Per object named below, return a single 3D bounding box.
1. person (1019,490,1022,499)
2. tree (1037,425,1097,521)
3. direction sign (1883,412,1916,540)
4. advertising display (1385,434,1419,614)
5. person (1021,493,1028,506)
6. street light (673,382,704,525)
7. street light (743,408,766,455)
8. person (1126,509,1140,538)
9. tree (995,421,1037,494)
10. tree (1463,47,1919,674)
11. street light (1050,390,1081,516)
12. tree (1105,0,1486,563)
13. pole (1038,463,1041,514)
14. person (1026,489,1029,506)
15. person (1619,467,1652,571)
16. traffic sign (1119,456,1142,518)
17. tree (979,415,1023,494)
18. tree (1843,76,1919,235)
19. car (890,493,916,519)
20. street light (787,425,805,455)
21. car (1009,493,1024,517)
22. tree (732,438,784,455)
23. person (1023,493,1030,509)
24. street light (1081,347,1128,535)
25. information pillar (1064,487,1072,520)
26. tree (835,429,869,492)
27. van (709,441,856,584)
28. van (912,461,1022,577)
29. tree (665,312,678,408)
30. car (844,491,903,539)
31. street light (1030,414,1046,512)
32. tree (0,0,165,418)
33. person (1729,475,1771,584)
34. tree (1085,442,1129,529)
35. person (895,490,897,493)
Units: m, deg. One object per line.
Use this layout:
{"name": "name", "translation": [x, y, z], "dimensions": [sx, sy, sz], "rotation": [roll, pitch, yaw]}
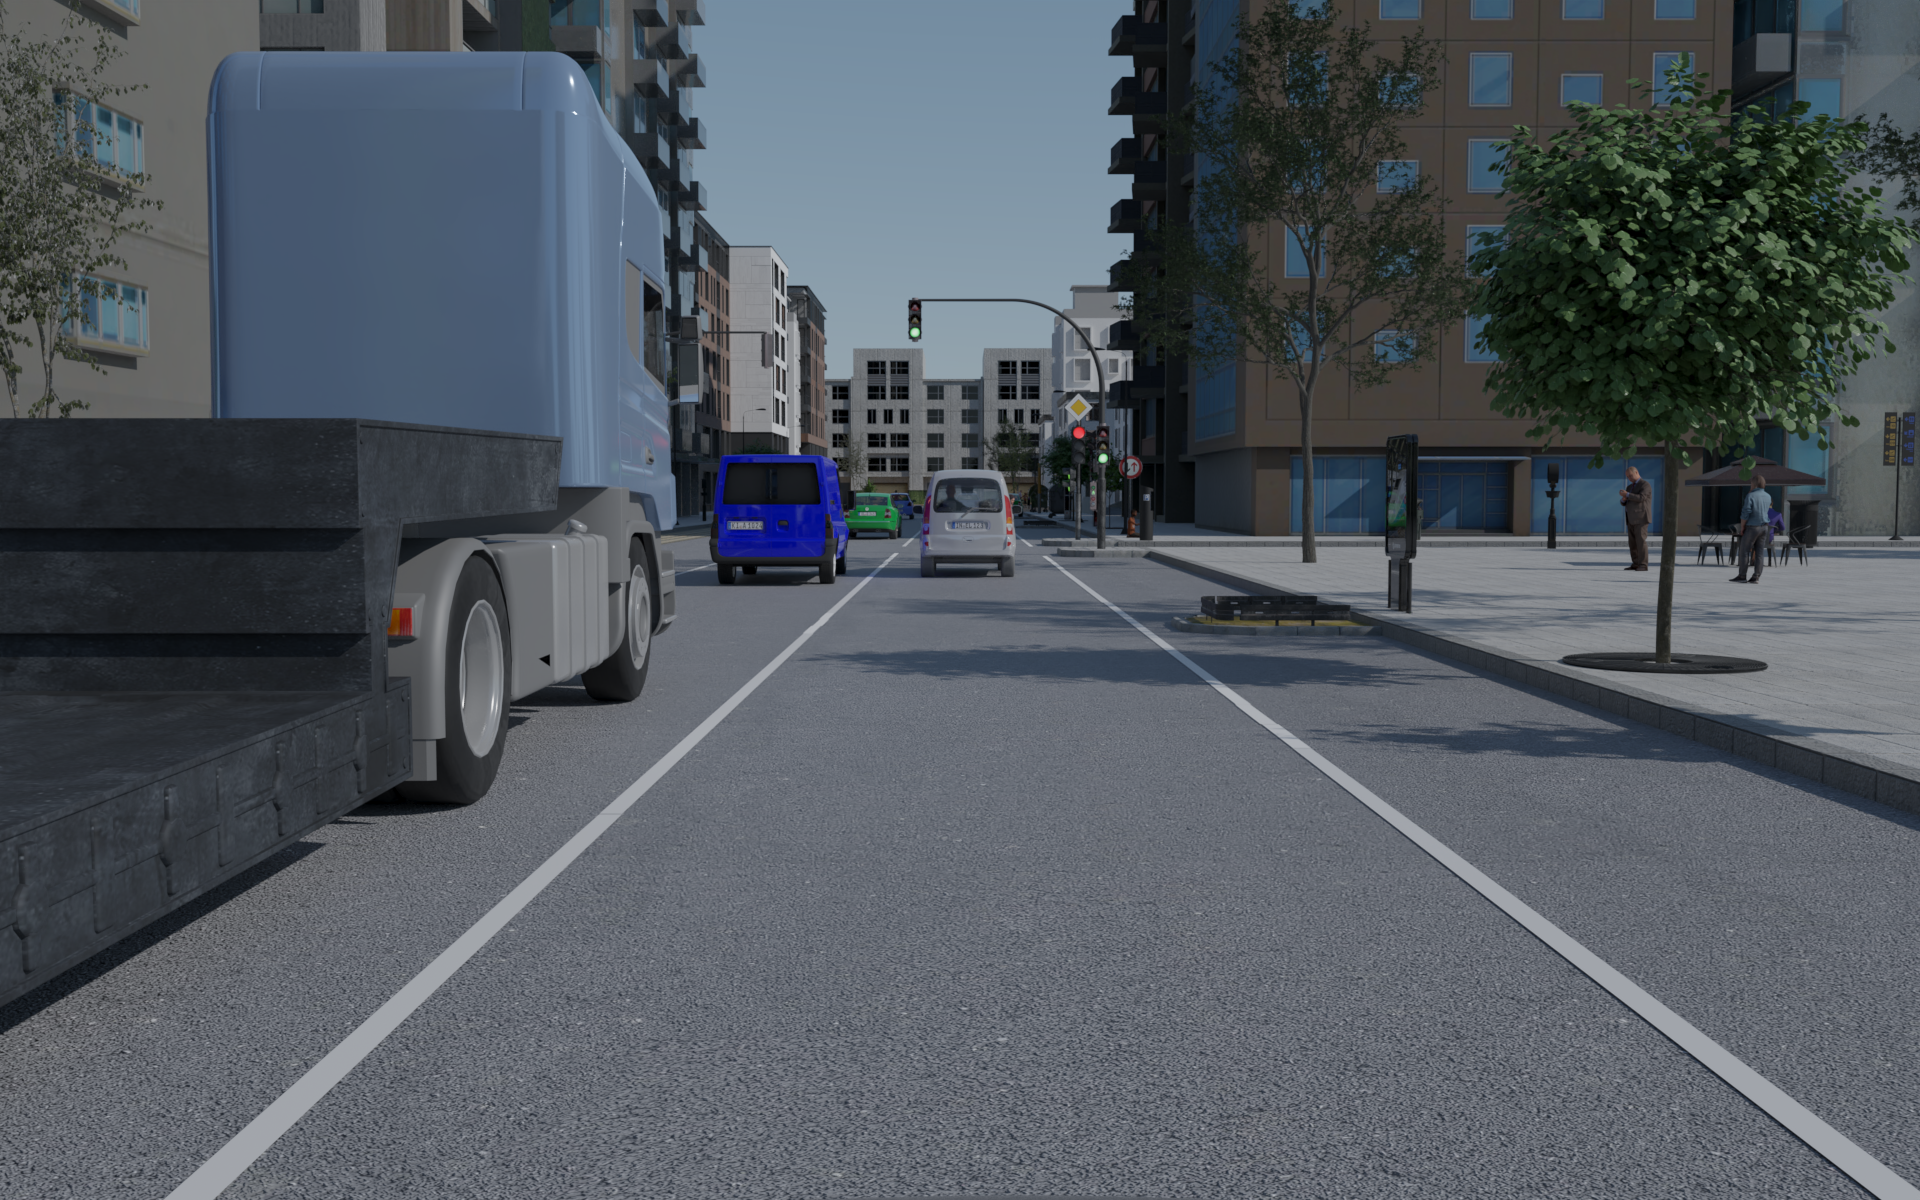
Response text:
{"name": "person", "translation": [6.405, -10.737, 182.531], "dimensions": [0.436, 1.711, 0.756], "rotation": [2, 4, 26]}
{"name": "tree", "translation": [5.325, -6.019, 82.130], "dimensions": [4.285, 4.588, 4.351], "rotation": [0, 3, 0]}
{"name": "direction sign", "translation": [25.968, -3.422, 47.943], "dimensions": [0.876, 3.537, 0.379], "rotation": [0, 4, -5]}
{"name": "advertising display", "translation": [4.834, -0.843, 18.994], "dimensions": [0.123, 1.923, 0.974], "rotation": [0, 4, 1]}
{"name": "person", "translation": [5.900, -9.026, 156.872], "dimensions": [1.065, 1.426, 0.557], "rotation": [-1, 4, -19]}
{"name": "street light", "translation": [-11.186, -6.035, 71.215], "dimensions": [1.470, 5.913, 1.316], "rotation": [0, 3, 0]}
{"name": "street light", "translation": [-11.183, -7.421, 93.872], "dimensions": [1.470, 5.913, 1.316], "rotation": [0, 3, 0]}
{"name": "person", "translation": [5.169, -2.229, 50.773], "dimensions": [0.655, 0.850, 0.859], "rotation": [1, 4, 19]}
{"name": "tree", "translation": [5.473, -13.473, 170.651], "dimensions": [4.737, 8.622, 4.395], "rotation": [0, 3, 0]}
{"name": "tree", "translation": [5.247, -1.780, 12.815], "dimensions": [4.285, 4.588, 4.351], "rotation": [0, 3, 0]}
{"name": "street light", "translation": [4.854, -6.419, 77.495], "dimensions": [1.470, 5.913, 1.316], "rotation": [0, 3, 0]}
{"name": "tree", "translation": [6.193, -5.967, 31.966], "dimensions": [7.601, 10.594, 8.767], "rotation": [-1, 4, -16]}
{"name": "pole", "translation": [5.245, -7.364, 114.240], "dimensions": [0.158, 3.312, 0.155], "rotation": [0, 3, 0]}
{"name": "person", "translation": [7.616, -11.374, 191.949], "dimensions": [1.348, 1.831, 0.705], "rotation": [1, 4, 22]}
{"name": "person", "translation": [11.281, -1.361, 28.988], "dimensions": [0.600, 1.739, 0.565], "rotation": [-3, 5, -40]}
{"name": "traffic sign", "translation": [5.648, -3.503, 57.373], "dimensions": [0.768, 2.556, 0.104], "rotation": [0, 4, 4]}
{"name": "tree", "translation": [6.075, -16.321, 201.265], "dimensions": [7.601, 10.594, 8.767], "rotation": [1, 4, 22]}
{"name": "tree", "translation": [12.292, -4.998, 16.132], "dimensions": [7.601, 10.594, 8.767], "rotation": [1, 4, 17]}
{"name": "car", "translation": [-3.480, -5.471, 99.039], "dimensions": [1.945, 1.707, 3.694], "rotation": [0, 4, 0]}
{"name": "street light", "translation": [-11.086, -8.807, 116.529], "dimensions": [1.470, 5.913, 1.316], "rotation": [0, 3, 0]}
{"name": "car", "translation": [3.089, -6.187, 109.948], "dimensions": [1.959, 1.807, 4.718], "rotation": [0, 4, 1]}
{"name": "tree", "translation": [-11.778, -7.121, 100.149], "dimensions": [4.285, 4.588, 4.351], "rotation": [0, 3, 0]}
{"name": "person", "translation": [5.996, -8.652, 148.191], "dimensions": [1.217, 1.739, 0.721], "rotation": [-1, 4, -11]}
{"name": "street light", "translation": [4.712, -5.033, 54.838], "dimensions": [1.470, 5.913, 1.316], "rotation": [0, 3, 0]}
{"name": "information pillar", "translation": [5.423, -5.041, 86.915], "dimensions": [0.304, 2.012, 0.304], "rotation": [2, 4, 24]}
{"name": "tree", "translation": [-11.762, -14.804, 192.414], "dimensions": [4.360, 8.622, 3.978], "rotation": [0, 3, 0]}
{"name": "van", "translation": [-2.942, -1.519, 29.221], "dimensions": [2.240, 2.365, 5.245], "rotation": [0, 4, -1]}
{"name": "van", "translation": [0.132, -1.485, 31.289], "dimensions": [2.013, 2.044, 4.112], "rotation": [0, 3, 0]}
{"name": "tree", "translation": [-12.599, -6.998, 64.774], "dimensions": [4.737, 8.622, 4.395], "rotation": [0, 3, 0]}
{"name": "car", "translation": [-2.843, -2.894, 56.107], "dimensions": [1.959, 1.807, 4.718], "rotation": [0, 4, 1]}
{"name": "street light", "translation": [4.887, -7.805, 100.153], "dimensions": [1.470, 5.913, 1.316], "rotation": [0, 3, 0]}
{"name": "tree", "translation": [-12.417, -4.421, 22.652], "dimensions": [4.360, 8.622, 3.978], "rotation": [0, 3, 0]}
{"name": "person", "translation": [11.348, -1.012, 24.804], "dimensions": [0.499, 1.552, 0.429], "rotation": [0, 4, 7]}
{"name": "tree", "translation": [5.558, -4.232, 63.800], "dimensions": [1.663, 3.219, 1.824], "rotation": [0, 3, 0]}
{"name": "person", "translation": [-4.728, -7.331, 129.089], "dimensions": [1.217, 1.743, 0.721], "rotation": [1, 4, 17]}
